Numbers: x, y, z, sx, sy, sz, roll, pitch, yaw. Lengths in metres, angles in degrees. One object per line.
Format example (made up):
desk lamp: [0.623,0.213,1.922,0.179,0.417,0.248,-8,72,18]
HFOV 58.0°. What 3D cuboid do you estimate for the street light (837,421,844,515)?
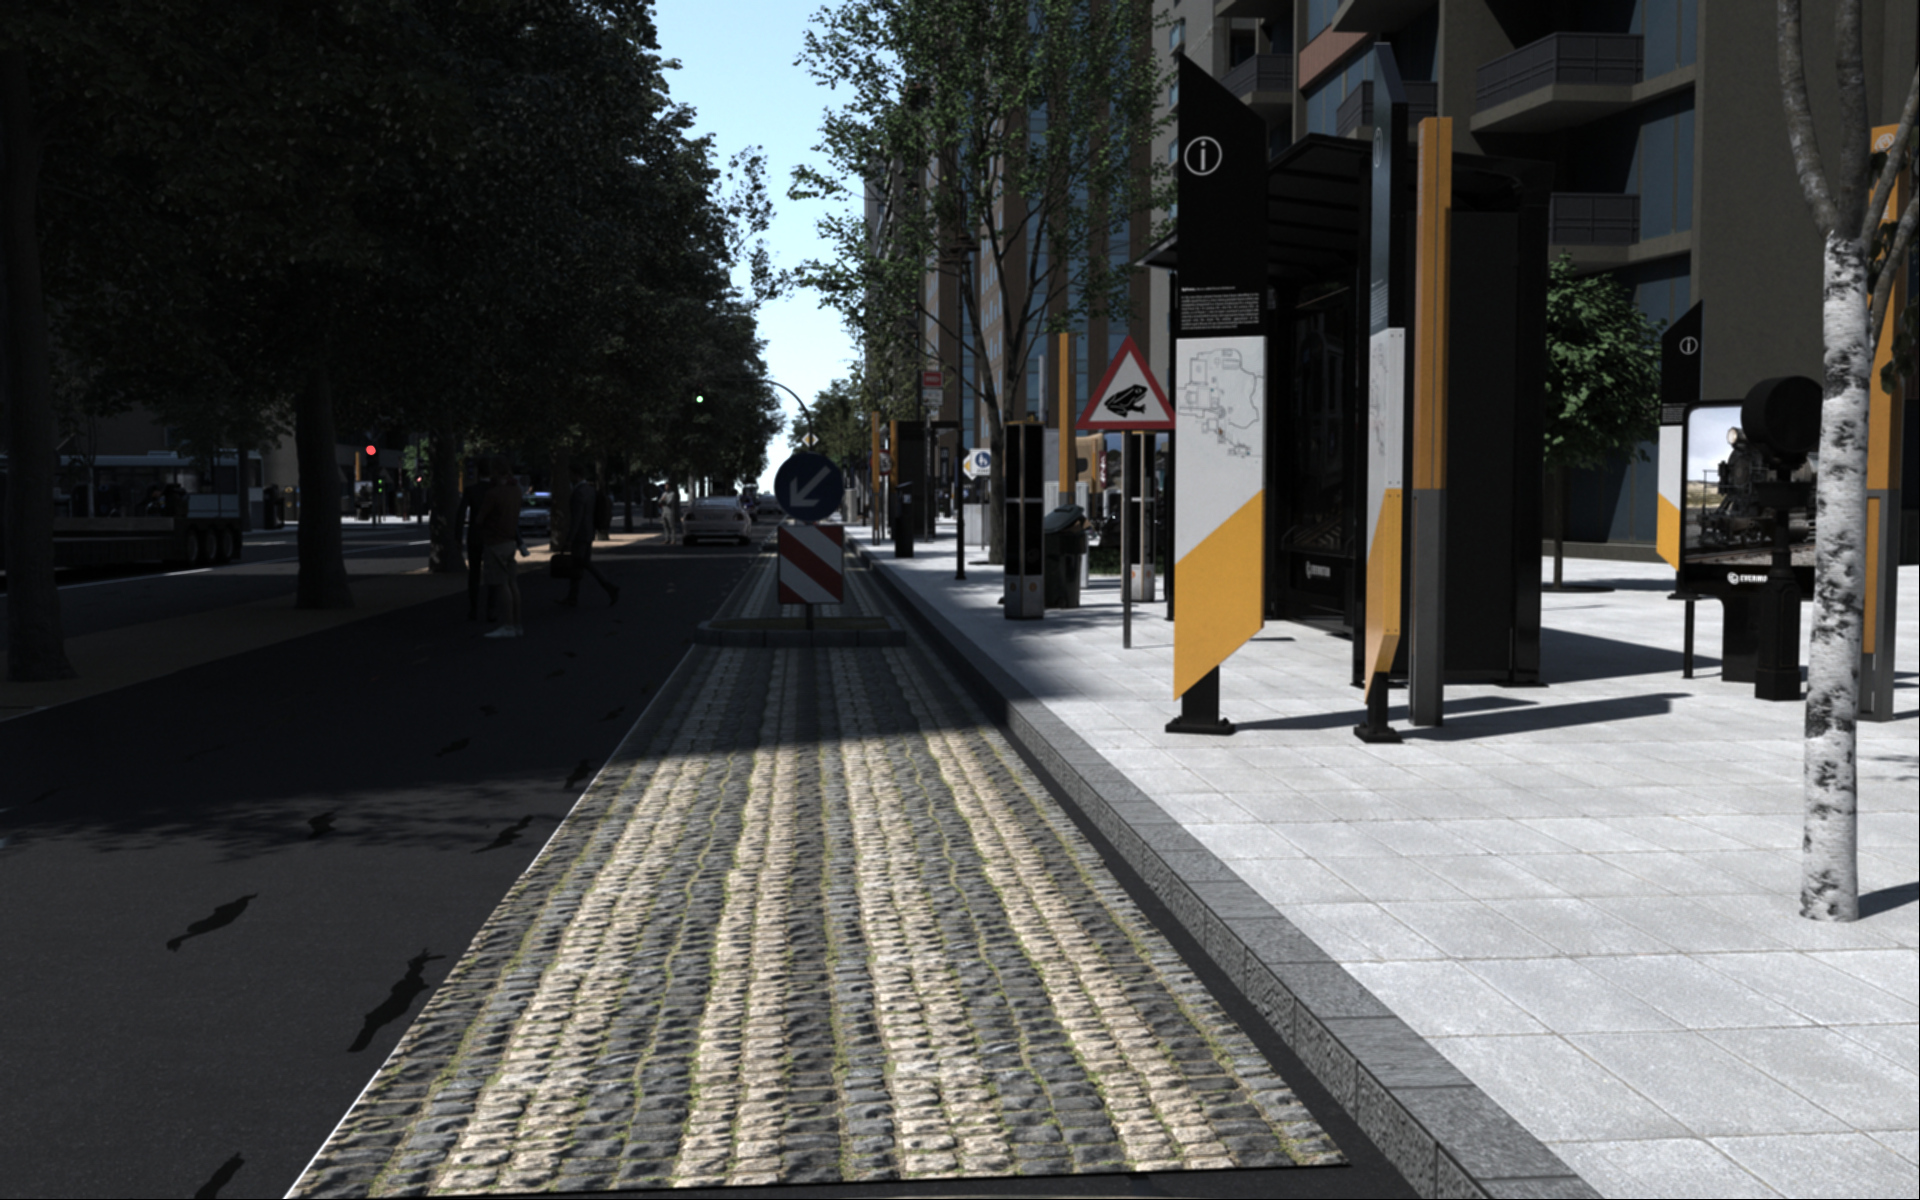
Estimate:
street light: [-7.405,-8.260,107.842,0.468,5.910,1.993,0,4,-5]

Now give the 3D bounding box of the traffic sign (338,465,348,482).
traffic sign: [-28.188,-4.804,78.556,0.884,2.594,0.081,0,4,0]

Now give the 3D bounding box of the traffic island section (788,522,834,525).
traffic island section: [-6.615,-3.342,76.914,2.009,0.180,2.903,0,4,-5]

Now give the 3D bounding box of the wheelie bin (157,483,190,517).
wheelie bin: [-23.140,-2.639,51.059,0.693,1.594,0.980,1,4,12]

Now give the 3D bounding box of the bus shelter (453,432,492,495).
bus shelter: [-28.491,-7.514,100.482,2.179,5.291,8.768,0,4,-5]

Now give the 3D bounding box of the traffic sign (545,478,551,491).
traffic sign: [-32.403,-8.355,136.713,0.768,2.556,0.104,0,4,3]

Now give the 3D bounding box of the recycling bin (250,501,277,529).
recycling bin: [-25.708,-3.143,63.942,0.722,1.027,0.722,0,4,1]

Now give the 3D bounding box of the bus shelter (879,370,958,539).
bus shelter: [-1.396,-4.656,53.756,2.179,5.291,8.768,0,4,-5]

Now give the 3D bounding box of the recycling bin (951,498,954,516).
recycling bin: [-0.301,-5.554,103.355,0.722,1.027,0.722,-2,4,-25]

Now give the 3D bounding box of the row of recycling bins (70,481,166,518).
row of recycling bins: [-27.077,-2.987,55.948,3.534,1.692,1.069,1,4,11]

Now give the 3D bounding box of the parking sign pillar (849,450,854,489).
parking sign pillar: [-6.180,-7.253,107.064,1.447,3.967,1.447,-1,4,-18]

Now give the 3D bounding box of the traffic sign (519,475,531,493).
traffic sign: [-29.369,-7.147,116.957,0.768,2.556,0.104,0,4,-4]

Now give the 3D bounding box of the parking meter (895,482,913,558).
parking meter: [-1.126,-1.623,34.944,0.372,1.533,0.369,0,3,0]

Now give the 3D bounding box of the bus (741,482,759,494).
bus: [-35.919,-18.673,296.848,2.896,3.916,12.252,0,4,-5]

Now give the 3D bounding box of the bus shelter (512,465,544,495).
bus shelter: [-31.198,-7.962,124.109,2.014,3.302,5.546,0,4,-5]

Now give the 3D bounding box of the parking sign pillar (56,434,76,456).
parking sign pillar: [-39.698,-5.388,76.572,1.447,3.967,1.447,1,4,13]

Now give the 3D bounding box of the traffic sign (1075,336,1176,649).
traffic sign: [1.386,-0.875,14.306,0.884,2.594,0.081,0,4,2]

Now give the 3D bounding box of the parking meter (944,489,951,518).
parking meter: [-0.680,-5.177,93.058,0.372,1.533,0.369,0,3,0]

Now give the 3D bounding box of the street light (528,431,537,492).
street light: [-29.484,-8.989,119.765,0.468,5.910,1.993,0,4,-5]

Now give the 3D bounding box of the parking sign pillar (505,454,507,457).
parking sign pillar: [-30.881,-7.924,118.024,1.447,3.967,1.447,-2,4,-24]

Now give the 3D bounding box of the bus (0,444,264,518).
bus: [-35.743,-4.653,70.940,13.247,3.499,2.948,0,4,-4]

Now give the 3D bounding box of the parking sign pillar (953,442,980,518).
parking sign pillar: [0.355,-6.210,90.000,1.447,3.967,1.447,2,4,24]

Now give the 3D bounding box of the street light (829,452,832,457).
street light: [-11.232,-10.929,151.482,0.468,5.910,1.993,0,4,-5]

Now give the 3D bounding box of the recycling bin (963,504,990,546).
recycling bin: [0.356,-1.882,43.323,0.722,1.027,0.722,1,4,10]

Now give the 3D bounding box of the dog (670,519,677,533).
dog: [-10.696,-2.770,64.571,0.406,0.507,0.540,-3,4,-38]

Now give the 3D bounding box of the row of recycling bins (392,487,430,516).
row of recycling bins: [-33.217,-5.988,105.019,1.069,1.692,3.534,1,4,12]

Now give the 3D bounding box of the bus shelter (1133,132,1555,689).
bus shelter: [2.860,-1.418,14.471,1.731,3.624,6.357,0,4,-5]

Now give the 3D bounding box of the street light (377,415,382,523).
street light: [-25.687,-6.341,76.469,0.468,5.910,1.993,0,4,-5]

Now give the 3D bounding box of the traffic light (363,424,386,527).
traffic light: [-22.786,-4.795,67.325,0.839,4.253,0.868,0,4,-5]

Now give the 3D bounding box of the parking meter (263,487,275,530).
parking meter: [-24.655,-3.264,61.780,0.372,1.533,0.369,0,3,0]

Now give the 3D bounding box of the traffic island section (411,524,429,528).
traffic island section: [-23.539,-3.249,75.409,2.009,0.180,2.903,0,4,-5]

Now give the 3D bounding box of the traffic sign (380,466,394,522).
traffic sign: [-26.778,-4.923,80.498,0.884,2.594,0.081,0,4,-4]

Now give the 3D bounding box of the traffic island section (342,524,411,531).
traffic island section: [-22.827,-2.763,67.456,2.009,0.180,2.903,0,4,-5]

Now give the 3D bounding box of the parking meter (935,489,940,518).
parking meter: [-1.309,-5.290,94.902,0.372,1.533,0.369,0,3,0]

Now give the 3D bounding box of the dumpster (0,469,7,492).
dumpster: [-22.521,-2.156,41.003,1.264,1.857,1.865,0,4,-5]

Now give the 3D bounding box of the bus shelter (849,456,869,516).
bus shelter: [-4.853,-6.068,93.127,2.014,3.302,5.546,0,4,-5]

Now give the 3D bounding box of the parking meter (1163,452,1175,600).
parking meter: [2.651,-0.923,20.799,0.255,1.863,0.399,-2,4,-35]

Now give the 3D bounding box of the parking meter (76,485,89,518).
parking meter: [-24.867,-2.494,49.188,0.372,1.533,0.369,0,3,0]

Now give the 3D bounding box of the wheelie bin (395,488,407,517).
wheelie bin: [-30.786,-5.359,95.532,0.693,1.594,0.980,-3,4,-38]

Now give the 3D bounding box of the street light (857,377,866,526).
street light: [-3.803,-5.864,68.669,0.468,5.910,1.993,0,4,-5]

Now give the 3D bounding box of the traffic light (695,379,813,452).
traffic light: [-8.019,-5.740,68.516,4.771,5.953,1.251,0,4,-5]

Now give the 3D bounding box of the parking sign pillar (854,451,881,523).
parking sign pillar: [-3.779,-5.418,77.053,1.447,3.967,1.447,-1,4,-10]

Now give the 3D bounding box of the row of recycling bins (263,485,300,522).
row of recycling bins: [-33.845,-4.692,83.834,3.534,1.692,1.069,1,4,10]

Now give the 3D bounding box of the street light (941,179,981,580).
street light: [0.008,-3.245,25.838,0.468,5.910,1.993,0,4,-5]

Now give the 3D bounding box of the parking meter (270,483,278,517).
parking meter: [-37.567,-5.459,94.970,0.399,1.863,0.255,-3,5,-43]

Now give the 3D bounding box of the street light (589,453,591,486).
street light: [-32.472,-10.977,152.258,0.468,5.910,1.993,0,4,-5]
